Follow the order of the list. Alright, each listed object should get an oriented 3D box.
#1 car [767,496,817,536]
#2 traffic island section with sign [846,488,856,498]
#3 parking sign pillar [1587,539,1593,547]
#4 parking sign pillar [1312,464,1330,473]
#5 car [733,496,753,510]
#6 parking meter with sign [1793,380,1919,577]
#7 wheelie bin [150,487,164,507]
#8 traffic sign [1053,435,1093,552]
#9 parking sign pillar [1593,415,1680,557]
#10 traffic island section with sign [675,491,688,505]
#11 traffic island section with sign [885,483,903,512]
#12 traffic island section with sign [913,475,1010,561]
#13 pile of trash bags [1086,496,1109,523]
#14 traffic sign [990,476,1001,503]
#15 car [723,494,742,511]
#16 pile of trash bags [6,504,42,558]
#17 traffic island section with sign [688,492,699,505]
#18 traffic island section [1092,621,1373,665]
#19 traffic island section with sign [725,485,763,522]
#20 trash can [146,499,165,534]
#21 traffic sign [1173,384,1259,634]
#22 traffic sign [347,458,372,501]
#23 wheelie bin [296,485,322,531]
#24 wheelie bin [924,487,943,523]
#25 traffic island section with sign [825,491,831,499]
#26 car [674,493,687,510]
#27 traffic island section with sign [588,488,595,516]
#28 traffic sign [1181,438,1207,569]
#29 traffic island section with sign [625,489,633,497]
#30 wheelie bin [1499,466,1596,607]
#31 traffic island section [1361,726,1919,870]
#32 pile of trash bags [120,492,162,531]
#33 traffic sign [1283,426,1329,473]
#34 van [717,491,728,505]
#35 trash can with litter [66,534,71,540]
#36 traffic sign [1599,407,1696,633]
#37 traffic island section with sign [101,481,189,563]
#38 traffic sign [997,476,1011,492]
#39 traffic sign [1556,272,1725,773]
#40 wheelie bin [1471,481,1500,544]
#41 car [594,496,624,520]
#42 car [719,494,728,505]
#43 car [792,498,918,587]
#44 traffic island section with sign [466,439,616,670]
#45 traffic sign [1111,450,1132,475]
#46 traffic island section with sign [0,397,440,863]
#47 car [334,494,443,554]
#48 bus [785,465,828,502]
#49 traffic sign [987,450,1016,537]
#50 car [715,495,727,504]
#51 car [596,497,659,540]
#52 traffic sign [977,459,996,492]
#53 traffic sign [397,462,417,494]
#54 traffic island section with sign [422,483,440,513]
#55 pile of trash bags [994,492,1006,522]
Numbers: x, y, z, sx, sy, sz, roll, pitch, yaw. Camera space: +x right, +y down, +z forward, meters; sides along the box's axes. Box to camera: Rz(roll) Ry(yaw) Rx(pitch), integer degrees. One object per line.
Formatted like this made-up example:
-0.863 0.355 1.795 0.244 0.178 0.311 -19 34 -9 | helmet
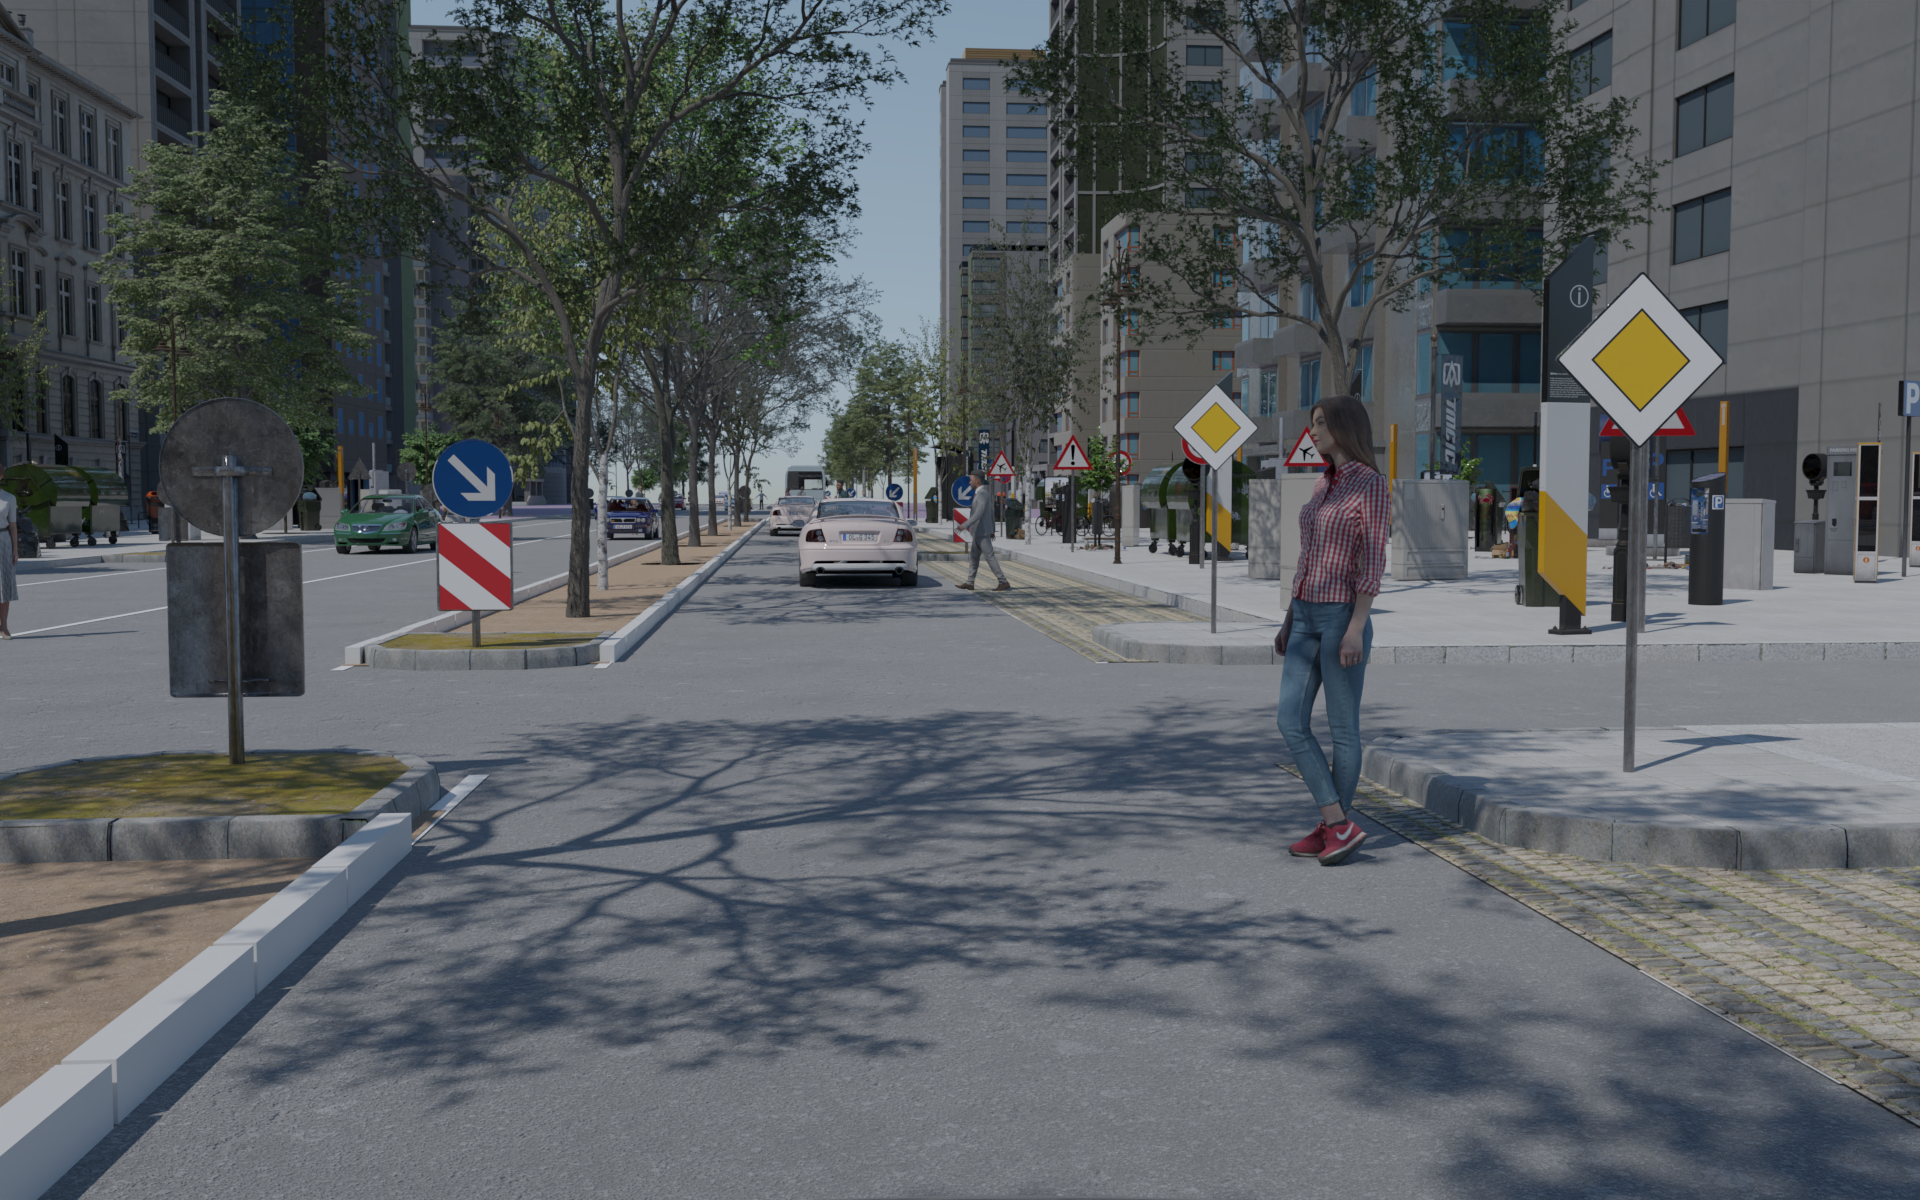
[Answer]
-5.679 -2.925 60.188 2.083 1.381 4.827 0 4 -6 | car
-7.355 -6.511 115.085 1.989 1.847 2.006 0 4 -5 | traffic island section with sign
15.762 -3.272 41.975 1.447 3.967 1.447 1 4 22 | parking sign pillar
11.603 -3.991 53.719 1.447 3.967 1.447 0 4 -4 | parking sign pillar
-20.299 -9.271 161.803 2.015 1.641 3.980 0 4 -4 | car
14.129 -1.904 27.384 0.543 3.016 1.738 -2 4 -35 | parking meter with sign
-35.291 -4.179 76.236 0.980 1.594 0.693 -2 4 -35 | wheelie bin
2.474 -2.324 37.999 0.884 2.594 0.081 0 4 1 | traffic sign
14.249 -2.910 36.056 1.447 3.967 1.447 0 4 2 | parking sign pillar
-31.891 -11.349 194.188 1.989 1.847 2.006 0 4 -5 | traffic island section with sign
-2.601 -3.438 64.840 1.989 1.847 2.006 0 4 -5 | traffic island section with sign
-0.027 -1.773 37.617 1.989 1.847 2.006 0 4 -5 | traffic island section with sign
6.844 -4.096 76.722 3.447 1.369 1.912 -1 4 -21 | pile of trash bags
1.195 -4.052 66.255 0.884 2.594 0.081 0 4 -4 | traffic sign
-19.566 -8.478 150.615 2.014 1.417 4.499 0 4 -6 | car
-20.245 -1.515 34.517 3.447 1.369 1.912 -2 4 -26 | pile of trash bags
-34.582 -13.082 222.518 1.989 1.847 2.006 0 4 -5 | traffic island section with sign
2.354 0.386 15.962 2.009 0.180 2.903 0 4 -5 | traffic island section
-11.180 -4.996 89.818 2.006 1.907 1.989 0 4 -5 | traffic island section with sign
-25.683 -2.682 55.511 0.748 1.137 0.748 0 3 0 | trash can
2.332 -0.749 15.883 0.795 2.450 0.064 0 4 -5 | traffic sign
-21.465 -3.786 61.909 0.884 2.594 0.081 0 4 3 | traffic sign
-24.421 -3.472 64.671 0.980 1.594 0.693 -3 5 -43 | wheelie bin
-1.143 -4.175 76.166 0.693 1.594 0.980 -2 4 -29 | wheelie bin
-9.898 -8.152 141.920 1.989 1.847 2.006 0 4 -5 | traffic island section with sign
-25.125 -8.778 152.563 2.155 1.783 4.494 0 4 -4 | car
-24.236 -6.398 113.238 1.989 1.847 2.006 0 4 -5 | traffic island section with sign
4.165 -1.811 29.724 0.768 2.556 0.104 0 4 -2 | traffic sign
-26.836 -8.077 140.690 1.989 1.847 2.006 0 4 -5 | traffic island section with sign
6.763 -0.728 19.804 0.980 1.594 0.693 1 4 9 | wheelie bin
3.107 0.873 8.012 2.009 0.180 2.903 0 4 -5 | traffic island section
-29.333 -3.066 59.877 3.447 1.369 1.912 -3 5 -41 | pile of trash bags
6.633 -2.033 33.237 0.884 2.594 0.081 0 3 0 | traffic sign
-31.669 -13.771 232.168 2.013 2.044 4.112 0 4 -6 | van
-25.227 -2.265 48.421 0.624 1.170 1.055 -1 4 -18 | trash can with litter
6.291 -0.973 15.919 0.884 2.594 0.081 0 4 -1 | traffic sign
-17.039 -1.744 37.145 1.989 1.847 2.006 0 4 -5 | traffic island section with sign
2.083 -5.080 83.162 0.768 2.556 0.104 0 4 -1 | traffic sign
3.084 -0.262 7.933 0.795 2.450 0.064 0 4 -5 | traffic sign
12.590 -2.044 41.328 0.693 1.594 0.980 2 4 31 | wheelie bin
-19.166 -5.080 95.636 1.945 1.354 3.894 0 4 -6 | car
-30.846 -13.331 227.560 1.945 1.707 3.694 0 4 -7 | car
-1.695 -0.970 28.228 2.083 1.381 4.827 0 4 -5 | car
-4.089 -0.421 15.014 2.006 1.907 1.989 0 4 -5 | traffic island section with sign
4.604 -3.064 50.210 0.768 2.556 0.104 0 4 1 | traffic sign
-3.400 0.030 7.639 2.006 1.907 1.989 0 4 -5 | traffic island section with sign
-14.146 -1.914 43.085 2.131 1.459 4.920 0 4 -4 | car
-10.412 -7.493 117.372 2.948 3.499 13.247 0 4 -4 | bus
1.238 -3.154 51.576 0.884 2.594 0.081 0 4 3 | traffic sign
-29.796 -12.360 214.447 2.083 1.381 4.827 0 4 -6 | car
-10.559 -2.605 55.167 1.945 1.354 3.894 0 4 -6 | car
0.984 -3.689 60.426 0.768 2.556 0.104 0 4 -2 | traffic sign
-21.889 -4.185 68.525 0.768 2.556 0.104 0 4 -5 | traffic sign
-19.567 -3.386 63.982 1.989 1.847 2.006 0 4 -5 | traffic island section with sign
2.079 -4.308 80.182 1.912 1.369 3.447 0 4 -7 | pile of trash bags
